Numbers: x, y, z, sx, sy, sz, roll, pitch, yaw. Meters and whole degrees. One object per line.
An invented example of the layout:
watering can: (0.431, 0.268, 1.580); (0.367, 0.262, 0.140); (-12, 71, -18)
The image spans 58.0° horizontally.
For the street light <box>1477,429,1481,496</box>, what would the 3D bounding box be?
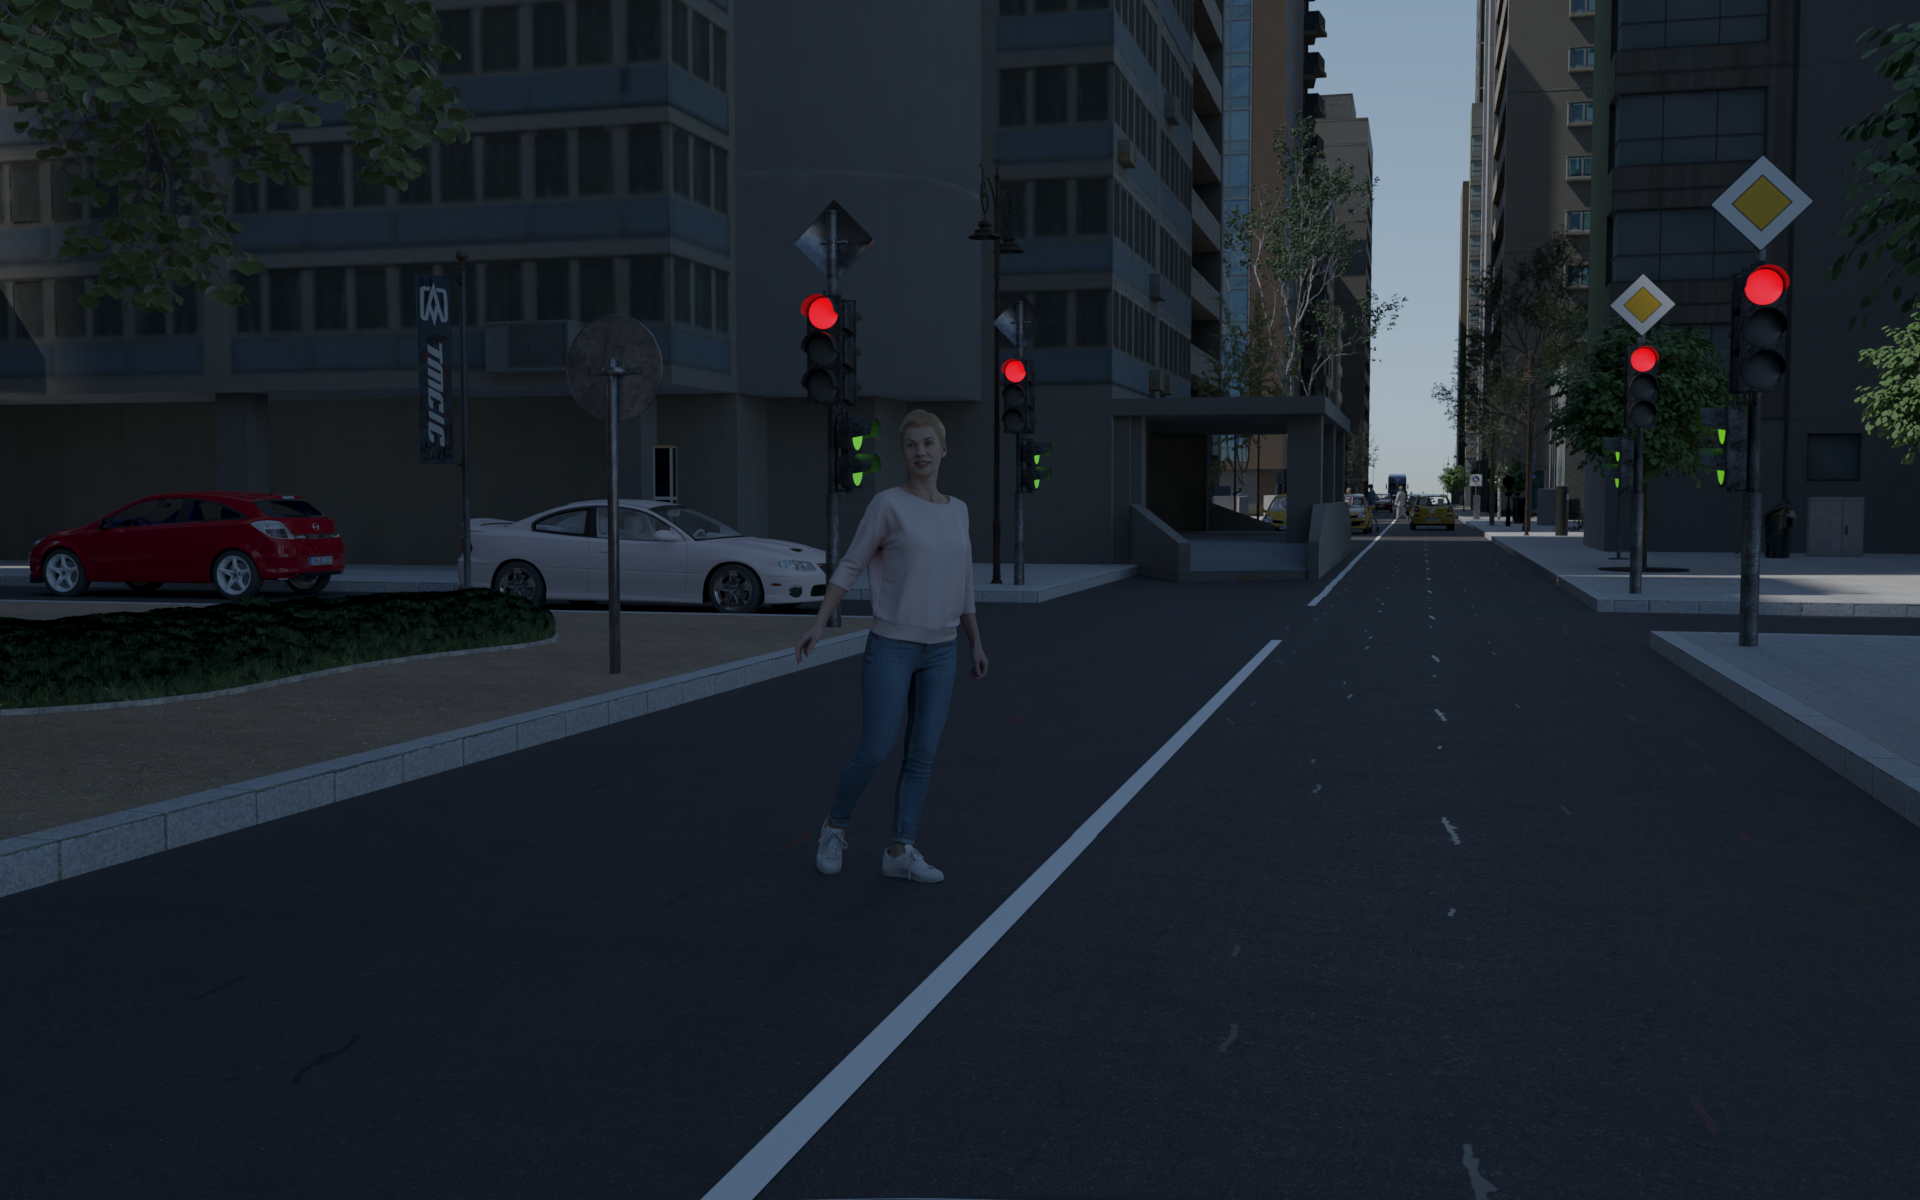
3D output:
street light: (28.328, -7.439, 94.417); (0.468, 5.910, 1.993); (1, 4, 15)

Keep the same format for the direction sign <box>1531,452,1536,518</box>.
direction sign: (30.830, -6.207, 93.485); (0.379, 3.537, 0.876); (-1, 4, -10)

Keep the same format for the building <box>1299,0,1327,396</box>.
building: (15.173, -28.919, 127.452); (22.147, 44.769, 28.867); (1, 4, 15)

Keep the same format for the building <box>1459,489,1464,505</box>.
building: (74.501, -30.986, 198.496); (32.217, 40.220, 23.993); (1, 4, 15)

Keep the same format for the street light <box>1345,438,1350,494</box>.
street light: (31.233, -10.229, 140.028); (0.468, 5.910, 1.993); (1, 4, 15)

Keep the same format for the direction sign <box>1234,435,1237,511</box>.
direction sign: (8.453, -3.745, 53.226); (0.379, 3.537, 0.876); (0, 4, 6)

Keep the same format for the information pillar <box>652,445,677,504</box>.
information pillar: (-4.473, -1.333, 26.292); (0.304, 2.012, 0.304); (0, 4, 6)

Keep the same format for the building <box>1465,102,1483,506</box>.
building: (60.686, -30.512, 182.466); (14.154, 41.232, 14.086); (1, 4, 15)

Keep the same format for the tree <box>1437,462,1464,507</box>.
tree: (50.149, -11.747, 175.770); (4.285, 4.588, 4.351); (0, 3, 0)

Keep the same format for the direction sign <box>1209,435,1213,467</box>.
direction sign: (6.979, -3.533, 49.767); (0.379, 3.537, 0.876); (-2, 4, -27)

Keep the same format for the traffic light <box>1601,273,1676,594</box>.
traffic light: (8.695, -2.037, 22.231); (0.839, 4.253, 0.868); (1, 4, 15)

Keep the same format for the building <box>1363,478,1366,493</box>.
building: (29.155, -30.756, 194.735); (32.217, 40.220, 23.993); (1, 4, 15)

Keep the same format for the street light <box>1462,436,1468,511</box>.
street light: (37.123, -9.459, 127.438); (0.468, 5.910, 1.993); (1, 4, 15)

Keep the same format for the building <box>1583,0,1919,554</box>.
building: (22.919, -21.934, 42.215); (14.154, 41.232, 14.086); (1, 4, 15)

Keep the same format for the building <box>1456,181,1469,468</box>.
building: (76.109, -36.031, 239.217); (14.600, 45.320, 14.200); (1, 4, 15)

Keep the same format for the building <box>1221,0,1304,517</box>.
building: (13.365, -27.857, 105.574); (14.600, 45.320, 14.200); (1, 4, 15)

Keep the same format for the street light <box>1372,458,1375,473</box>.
street light: (52.378, -15.095, 219.594); (0.468, 5.910, 1.993); (1, 4, 15)

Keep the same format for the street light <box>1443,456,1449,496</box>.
street light: (58.492, -14.364, 207.645); (0.468, 5.910, 1.993); (1, 4, 15)

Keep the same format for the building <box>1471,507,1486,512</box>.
building: (48.496, -42.022, 125.319); (20.563, 71.187, 20.611); (1, 4, 15)

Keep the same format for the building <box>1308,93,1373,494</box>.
building: (39.859, -36.189, 215.389); (21.300, 48.544, 21.600); (1, 4, 15)

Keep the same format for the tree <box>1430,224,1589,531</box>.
tree: (19.906, -7.650, 59.484); (7.601, 10.594, 8.767); (0, 4, 6)

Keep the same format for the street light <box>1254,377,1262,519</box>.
street light: (11.223, -5.645, 65.076); (0.468, 5.910, 1.993); (1, 4, 15)

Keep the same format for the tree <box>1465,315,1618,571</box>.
tree: (11.502, -2.761, 28.856); (4.285, 4.588, 4.351); (0, 3, 0)

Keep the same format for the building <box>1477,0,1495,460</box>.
building: (55.964, -37.145, 149.324); (21.231, 58.520, 28.212); (1, 4, 15)

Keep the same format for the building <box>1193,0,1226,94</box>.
building: (-1.203, -27.258, 69.366); (21.300, 48.544, 21.600); (1, 4, 15)

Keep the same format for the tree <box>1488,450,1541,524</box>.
tree: (24.174, -4.931, 75.222); (1.663, 3.219, 1.824); (0, 3, 0)

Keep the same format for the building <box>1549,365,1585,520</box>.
building: (38.938, -46.574, 74.164); (22.319, 86.520, 31.000); (1, 4, 15)

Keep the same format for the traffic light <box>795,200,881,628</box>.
traffic light: (-1.203, -1.692, 16.578); (0.839, 4.253, 0.868); (1, 4, 15)

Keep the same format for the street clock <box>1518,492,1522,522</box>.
street clock: (25.033, -4.478, 77.784); (0.358, 2.002, 0.471); (2, 4, 27)

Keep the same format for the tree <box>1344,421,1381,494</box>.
tree: (39.031, -13.430, 169.940); (4.360, 8.622, 3.978); (0, 3, 0)

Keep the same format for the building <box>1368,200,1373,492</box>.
building: (47.614, -33.541, 231.983); (14.154, 41.232, 14.086); (1, 4, 15)

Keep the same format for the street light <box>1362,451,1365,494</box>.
street light: (41.706, -12.626, 179.229); (0.468, 5.910, 1.993); (1, 4, 15)

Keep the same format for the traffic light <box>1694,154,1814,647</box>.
traffic light: (6.640, -1.565, 14.514); (0.839, 4.253, 0.868); (1, 4, 15)

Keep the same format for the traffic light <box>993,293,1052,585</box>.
traffic light: (0.851, -2.164, 24.295); (0.839, 4.253, 0.868); (1, 4, 15)

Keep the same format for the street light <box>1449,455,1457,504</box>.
street light: (47.934, -11.929, 167.833); (0.468, 5.910, 1.993); (1, 4, 15)

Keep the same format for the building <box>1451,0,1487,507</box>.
building: (74.023, -47.875, 221.005); (20.563, 71.187, 20.611); (1, 4, 15)

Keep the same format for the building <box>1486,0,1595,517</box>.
building: (43.875, -29.445, 105.131); (21.300, 48.544, 21.600); (1, 4, 15)

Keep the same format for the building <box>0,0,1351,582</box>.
building: (-7.758, -21.212, 38.704); (32.217, 40.220, 23.993); (1, 4, 15)

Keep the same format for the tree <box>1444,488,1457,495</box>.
tree: (56.300, -12.482, 198.682); (1.663, 3.219, 1.824); (0, 3, 0)

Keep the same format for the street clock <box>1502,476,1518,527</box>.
street clock: (21.665, -3.904, 68.408); (0.471, 2.002, 0.358); (1, 4, 22)

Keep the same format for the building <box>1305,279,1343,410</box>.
building: (19.788, -19.066, 156.767); (27.650, 21.520, 28.899); (1, 4, 15)

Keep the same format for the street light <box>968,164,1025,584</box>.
street light: (0.526, -3.173, 24.662); (0.468, 5.910, 1.993); (1, 4, 15)

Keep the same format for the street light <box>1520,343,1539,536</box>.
street light: (17.506, -4.926, 53.330); (0.468, 5.910, 1.993); (1, 4, 15)
